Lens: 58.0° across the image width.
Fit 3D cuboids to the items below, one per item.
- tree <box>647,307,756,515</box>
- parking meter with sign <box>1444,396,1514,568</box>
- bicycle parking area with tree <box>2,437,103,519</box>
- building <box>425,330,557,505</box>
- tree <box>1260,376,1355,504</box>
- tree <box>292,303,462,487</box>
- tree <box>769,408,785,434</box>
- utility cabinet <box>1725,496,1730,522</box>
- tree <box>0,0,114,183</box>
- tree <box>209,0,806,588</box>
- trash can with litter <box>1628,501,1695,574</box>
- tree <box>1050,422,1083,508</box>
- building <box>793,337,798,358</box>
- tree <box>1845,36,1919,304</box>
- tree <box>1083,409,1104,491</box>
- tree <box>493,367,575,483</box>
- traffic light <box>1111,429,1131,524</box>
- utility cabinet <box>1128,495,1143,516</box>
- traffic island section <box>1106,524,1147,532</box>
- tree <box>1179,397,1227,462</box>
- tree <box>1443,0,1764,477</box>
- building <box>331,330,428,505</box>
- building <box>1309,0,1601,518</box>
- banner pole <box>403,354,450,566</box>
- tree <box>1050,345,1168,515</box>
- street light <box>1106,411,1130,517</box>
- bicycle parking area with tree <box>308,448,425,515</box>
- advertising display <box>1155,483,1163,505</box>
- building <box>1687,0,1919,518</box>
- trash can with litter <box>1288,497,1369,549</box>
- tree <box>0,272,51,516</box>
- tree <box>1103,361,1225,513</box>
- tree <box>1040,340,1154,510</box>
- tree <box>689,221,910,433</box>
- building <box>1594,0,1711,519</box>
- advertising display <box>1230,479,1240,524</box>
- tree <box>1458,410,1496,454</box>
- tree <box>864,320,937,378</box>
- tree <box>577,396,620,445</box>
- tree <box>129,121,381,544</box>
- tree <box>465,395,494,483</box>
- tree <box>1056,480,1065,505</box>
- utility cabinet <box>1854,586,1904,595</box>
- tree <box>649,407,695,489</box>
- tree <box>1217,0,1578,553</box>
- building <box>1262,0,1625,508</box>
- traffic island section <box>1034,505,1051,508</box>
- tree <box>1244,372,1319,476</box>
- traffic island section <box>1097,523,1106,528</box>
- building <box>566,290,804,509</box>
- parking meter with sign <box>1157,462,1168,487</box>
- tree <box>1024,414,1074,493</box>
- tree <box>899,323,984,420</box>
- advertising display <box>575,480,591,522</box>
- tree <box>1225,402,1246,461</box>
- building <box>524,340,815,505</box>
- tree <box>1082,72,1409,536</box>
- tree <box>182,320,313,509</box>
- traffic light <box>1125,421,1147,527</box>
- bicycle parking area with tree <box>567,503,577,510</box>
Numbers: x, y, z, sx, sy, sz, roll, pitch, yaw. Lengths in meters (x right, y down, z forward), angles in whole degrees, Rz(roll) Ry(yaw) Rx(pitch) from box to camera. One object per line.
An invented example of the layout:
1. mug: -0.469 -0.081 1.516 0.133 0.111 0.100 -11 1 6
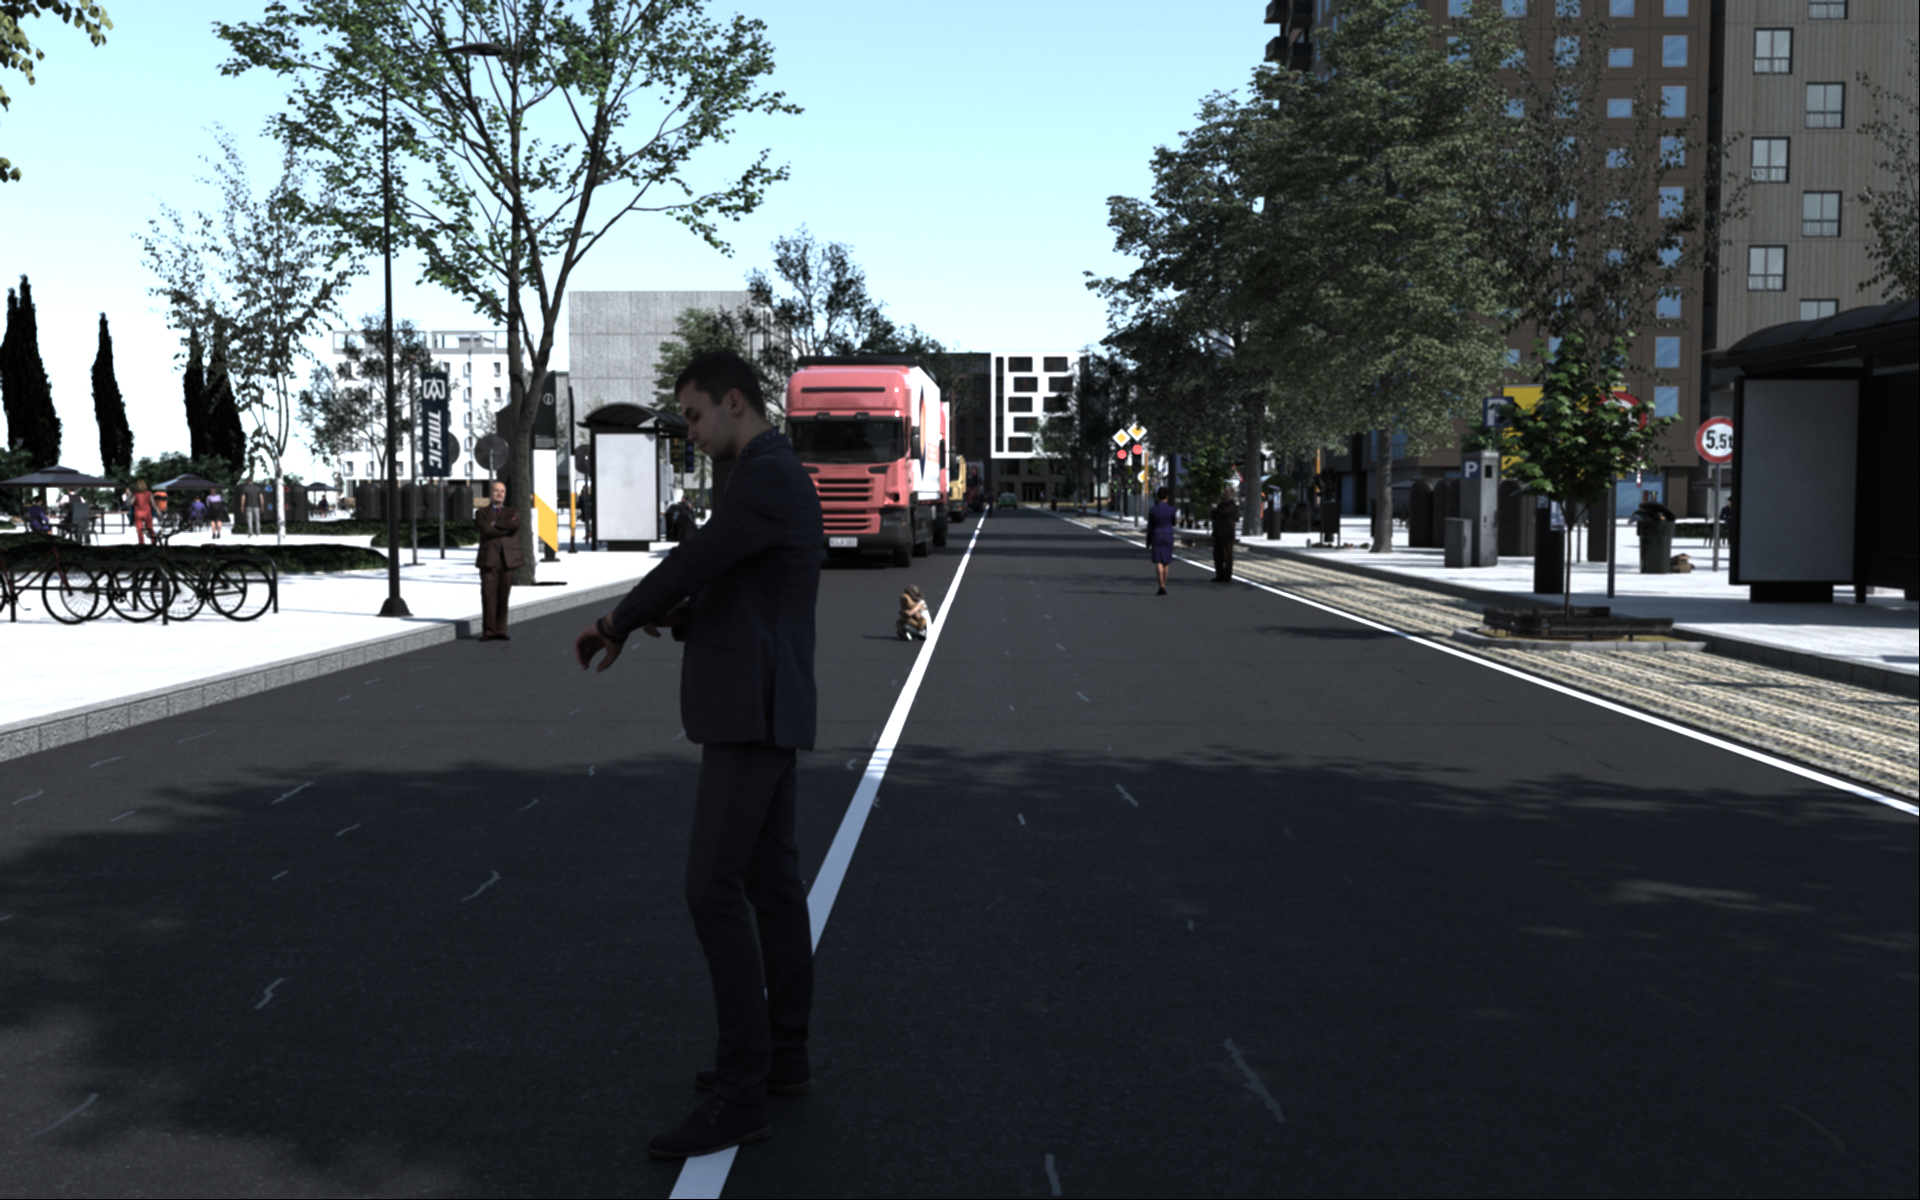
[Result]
1. tree: -15.490 -11.465 105.580 7.486 12.596 7.792 0 3 0
2. parking meter with sign: 9.113 -2.094 30.503 0.543 3.016 1.738 3 5 41
3. bicycle parking area with tree: -49.419 -6.263 89.399 9.016 4.147 8.231 -2 4 -30
4. building: -54.754 -21.358 205.630 11.380 20.091 16.016 0 4 1
5. tree: 19.049 -8.945 96.615 4.360 8.622 3.978 0 3 0
6. tree: -28.705 -9.232 85.350 8.767 10.594 7.601 -1 4 -9
7. tree: -14.890 -12.053 147.423 4.737 8.622 4.395 0 3 0
8. utility cabinet: 27.944 -3.109 61.988 1.020 1.237 0.306 3 5 44
9. tree: -7.451 -3.760 11.838 4.737 8.622 4.395 0 3 0
10. tree: -6.012 -6.015 24.107 9.928 11.665 9.643 0 3 0
11. trash can with litter: 11.384 -1.020 28.064 1.055 1.170 0.624 -2 4 -32
12. tree: 10.395 -12.600 156.372 4.360 8.622 3.978 0 3 0
13. building: -25.470 -20.257 187.621 16.016 20.091 11.380 0 4 1
14. tree: 16.035 -4.719 27.521 4.360 8.622 3.978 0 3 0
15. tree: 10.761 -10.334 119.323 4.360 8.622 3.978 0 3 0
16. tree: -24.778 -9.245 101.518 4.360 8.622 3.978 0 3 0
17. traffic light: 6.910 -5.228 74.404 0.839 4.253 0.868 0 4 1
18. utility cabinet: 10.429 -5.585 102.478 1.020 1.237 0.306 2 4 24
19. traffic island section: 6.798 -2.707 66.534 2.009 0.180 2.903 0 4 1
20. tree: 17.707 -10.851 127.772 4.737 8.622 4.395 0 3 0
21. tree: 8.711 -4.544 24.650 4.360 8.622 3.978 0 3 0
22. building: -66.131 -21.375 205.895 11.380 20.091 16.016 0 4 1
23. building: 30.771 -28.169 110.676 14.600 45.320 14.200 0 4 1
24. banner pole: -9.622 -2.521 31.237 0.863 3.779 0.401 -1 4 -20
25. tree: 10.027 -10.538 106.713 8.767 10.594 7.601 -3 5 -40
26. street light: 8.788 -7.578 96.442 1.470 5.913 1.316 0 4 1
27. bicycle parking area with tree: -38.422 -7.521 109.962 8.231 4.147 9.016 -2 4 -28
28. advertising display: 11.725 -5.798 100.011 0.974 1.923 0.123 2 4 35
29. building: 51.599 -31.236 99.942 27.495 52.752 28.713 0 4 1
30. trash can with litter: 8.986 -1.820 40.815 1.678 1.210 2.233 -3 5 -42
31. tree: -58.556 -12.516 106.465 13.155 14.587 18.604 0 4 -2
32. tree: 10.415 -8.442 88.391 4.360 8.622 3.978 0 3 0
33. tree: 10.973 -13.919 137.948 12.009 13.543 11.850 0 3 0
34. tree: -5.697 -7.693 60.188 8.767 10.594 7.601 0 4 7
35. building: 30.630 -27.147 93.959 14.200 45.320 14.600 0 4 1
36. advertising display: 11.602 -4.237 74.484 0.974 1.923 0.123 -1 4 -23
37. tree: 18.014 -4.500 57.287 4.285 4.588 4.351 0 3 0
38. tree: -4.912 -11.940 113.353 7.486 12.596 7.792 0 3 0
39. tree: -26.515 -10.974 129.789 4.737 8.622 4.395 0 3 0
40. tree: -13.464 -5.082 33.456 4.360 8.622 3.978 0 3 0
41. tree: -33.667 -10.729 125.778 4.360 8.622 3.978 0 3 0
42. tree: 12.052 -12.776 203.485 1.663 3.219 1.824 0 3 0
43. utility cabinet: 12.015 -0.688 22.412 1.020 1.237 0.306 -2 4 -31
44. tree: -21.461 -11.058 131.159 4.360 8.622 3.978 0 3 0
45. tree: 9.303 -7.318 37.781 7.486 12.596 7.792 0 3 0
46. building: 35.180 -29.276 133.285 22.147 44.769 28.867 0 4 1
47. traffic island section: 9.400 -11.033 203.259 1.991 0.108 1.994 0 4 1
48. tree: 16.952 -8.544 90.064 4.737 8.622 4.395 0 3 0
49. traffic island section: 6.950 -3.195 74.518 2.009 0.180 2.903 0 4 1
50. building: -25.317 -18.329 166.139 16.747 18.905 31.486 0 4 1
51. parking meter with sign: 11.186 -5.910 92.889 0.543 3.016 1.738 -1 4 -22
52. tree: 11.992 -18.161 222.683 9.928 11.665 9.643 0 3 0
53. tree: -3.290 -20.459 190.393 12.611 20.169 13.585 0 3 0
54. advertising display: -17.146 -4.521 79.134 0.974 1.923 0.123 -3 5 -44
55. tree: 18.161 -9.873 111.779 4.360 8.622 3.978 0 3 0
56. building: -33.344 -20.659 204.236 31.486 18.905 16.747 0 4 1
57. tree: 8.839 -8.928 52.634 9.857 13.997 8.962 0 3 0
58. tree: -57.174 -13.961 130.077 13.155 14.587 18.604 0 4 -4
59. traffic light: 6.758 -4.740 66.421 0.839 4.253 0.868 0 4 1
60. bicycle parking area with tree: -27.352 -9.464 141.739 8.231 4.147 9.016 1 4 22
